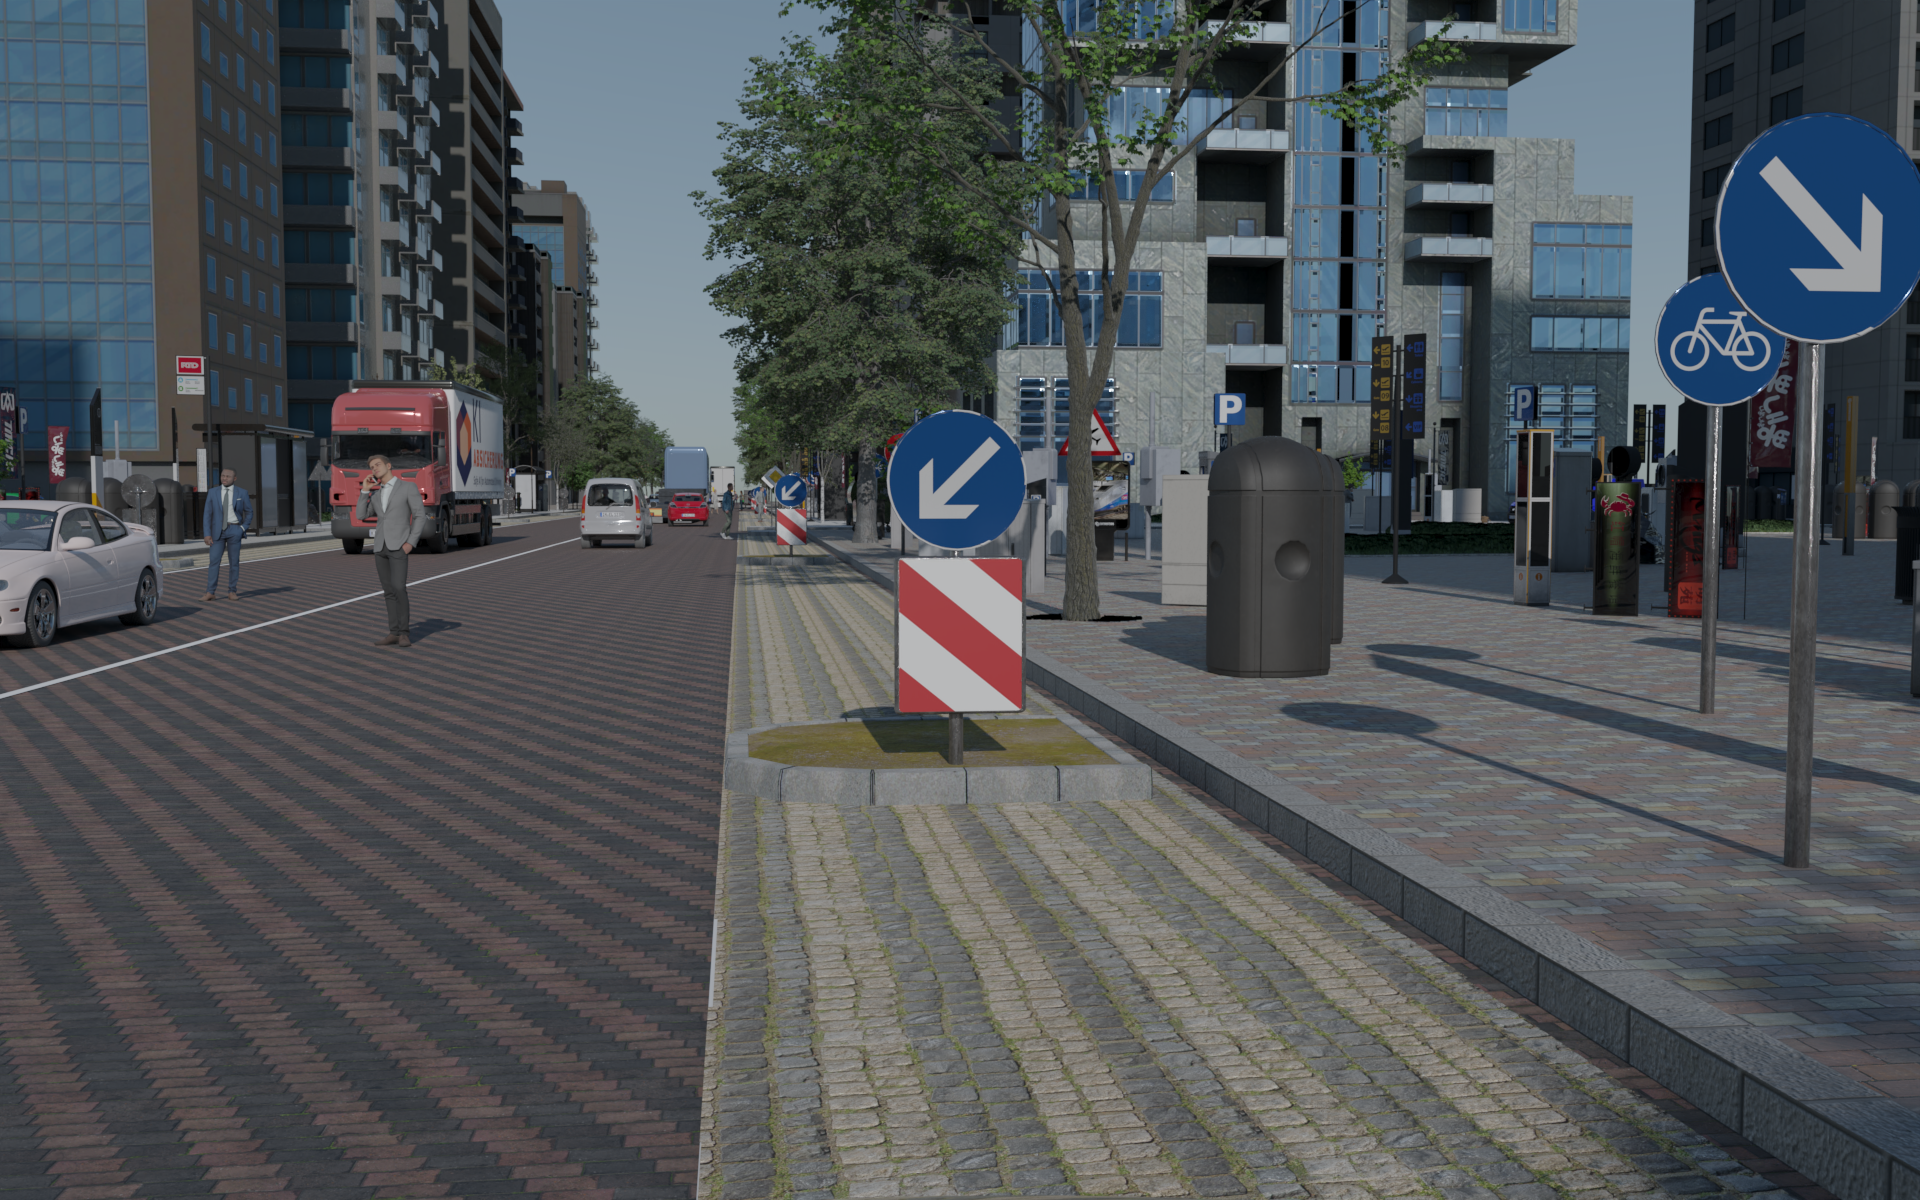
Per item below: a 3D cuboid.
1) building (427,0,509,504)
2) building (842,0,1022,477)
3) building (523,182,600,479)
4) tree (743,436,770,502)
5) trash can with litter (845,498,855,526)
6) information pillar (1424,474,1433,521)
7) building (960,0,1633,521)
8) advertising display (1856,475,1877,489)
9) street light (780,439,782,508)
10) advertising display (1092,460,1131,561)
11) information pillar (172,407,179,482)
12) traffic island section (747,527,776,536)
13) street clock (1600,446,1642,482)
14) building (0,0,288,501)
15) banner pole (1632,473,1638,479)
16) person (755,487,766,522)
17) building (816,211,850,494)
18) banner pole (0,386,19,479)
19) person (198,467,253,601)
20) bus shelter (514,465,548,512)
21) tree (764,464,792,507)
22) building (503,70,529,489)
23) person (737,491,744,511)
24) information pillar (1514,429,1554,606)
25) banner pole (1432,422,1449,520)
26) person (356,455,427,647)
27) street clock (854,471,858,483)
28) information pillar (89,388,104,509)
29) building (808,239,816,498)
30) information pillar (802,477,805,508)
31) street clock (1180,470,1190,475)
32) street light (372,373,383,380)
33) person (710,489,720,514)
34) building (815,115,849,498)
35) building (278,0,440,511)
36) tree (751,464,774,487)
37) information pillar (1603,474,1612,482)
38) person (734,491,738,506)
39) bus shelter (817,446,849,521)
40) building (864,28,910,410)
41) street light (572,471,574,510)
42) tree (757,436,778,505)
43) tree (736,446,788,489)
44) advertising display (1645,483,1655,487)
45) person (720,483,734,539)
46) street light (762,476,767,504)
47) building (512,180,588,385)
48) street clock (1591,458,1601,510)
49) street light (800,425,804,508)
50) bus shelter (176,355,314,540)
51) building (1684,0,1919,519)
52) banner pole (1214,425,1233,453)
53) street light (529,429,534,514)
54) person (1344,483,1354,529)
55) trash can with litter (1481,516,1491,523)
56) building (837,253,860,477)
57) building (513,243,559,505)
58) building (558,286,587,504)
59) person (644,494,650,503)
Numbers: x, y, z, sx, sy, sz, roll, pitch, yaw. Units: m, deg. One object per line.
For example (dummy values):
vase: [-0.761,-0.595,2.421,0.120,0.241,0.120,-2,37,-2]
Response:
building: [-51.404,-32.130,149.030,21.300,48.544,21.600,0,4,-7]
building: [2.481,-36.431,184.884,28.713,52.752,27.495,0,4,-7]
building: [-68.422,-39.883,271.692,23.786,49.044,30.456,0,4,-7]
tree: [-30.064,-21.458,268.960,7.486,12.596,7.792,0,3,0]
trash can with litter: [-4.260,-3.581,69.938,0.624,1.170,1.055,-1,4,-22]
information pillar: [17.226,-3.623,63.727,0.304,2.012,0.304,1,4,14]
building: [15.629,-47.431,88.163,31.000,86.520,22.319,0,4,-7]
advertising display: [31.034,-3.328,59.626,0.123,1.923,0.974,-3,4,-36]
street light: [-14.674,-10.350,142.009,0.468,5.910,1.993,0,4,-7]
advertising display: [2.774,-1.712,33.197,0.974,1.923,0.123,1,4,12]
information pillar: [-21.218,-3.396,46.873,0.183,3.616,0.504,-1,4,-18]
traffic island section: [-6.374,-2.318,60.175,2.009,0.180,2.903,0,4,-7]
street clock: [9.953,-1.311,26.000,0.358,2.002,0.471,-2,4,-24]
building: [-40.510,-26.298,80.082,14.600,45.320,14.200,0,4,-7]
banner pole: [43.077,-7.381,110.692,0.401,3.779,0.863,-1,4,-10]
person: [-10.141,-4.864,88.118,0.391,1.810,0.635,2,4,25]
building: [-14.005,-34.820,252.908,14.154,41.232,14.086,0,4,-7]
banner pole: [-19.542,-2.776,35.409,0.401,3.779,0.863,1,4,11]
person: [-9.922,-0.899,23.386,0.721,1.800,0.419,-2,4,-25]
bus shelter: [-30.763,-7.937,123.698,2.014,3.302,5.546,0,4,-7]
tree: [-18.214,-11.597,173.331,4.285,4.588,4.351,0,3,0]
building: [-55.803,-31.767,174.018,22.147,44.769,28.867,0,4,-7]
person: [-18.861,-8.532,148.724,0.721,1.735,1.217,-2,4,-32]
information pillar: [6.578,-0.940,19.866,0.304,2.012,0.304,-1,4,-12]
banner pole: [16.587,-4.277,59.942,0.401,3.779,0.863,-3,4,-36]
person: [-5.378,-0.471,16.388,0.592,1.802,0.473,2,4,34]
street clock: [-2.919,-2.899,51.975,0.471,2.002,0.358,1,4,10]
information pillar: [-18.931,-2.854,38.015,0.183,3.616,0.504,0,4,-7]
building: [-18.636,-39.443,295.000,14.600,45.320,14.200,0,4,-7]
information pillar: [-8.680,-6.403,96.044,0.183,3.616,0.504,0,4,-8]
street clock: [6.706,-2.911,52.162,0.471,2.002,0.358,1,4,15]
street light: [-22.263,-5.722,66.335,0.468,5.910,1.993,0,4,-7]
person: [-17.520,-7.034,123.864,0.624,1.780,0.694,3,5,42]
building: [-12.416,-44.762,273.858,21.231,58.520,28.212,0,4,-7]
building: [-47.782,-30.393,116.541,23.786,49.044,30.456,0,4,-7]
tree: [-29.694,-18.973,260.577,4.360,8.622,3.978,0,3,0]
information pillar: [23.832,-3.635,63.926,0.304,2.012,0.304,-3,5,-42]
person: [-26.649,-12.005,205.314,0.617,1.759,0.750,1,4,9]
bus shelter: [-6.431,-5.772,85.653,1.731,3.624,6.357,0,4,-7]
building: [-1.601,-31.407,163.621,14.600,45.320,14.200,0,4,-7]
street light: [-31.871,-10.378,142.473,0.468,5.910,1.993,0,4,-7]
tree: [-21.707,-15.386,201.931,4.737,8.622,4.395,0,3,0]
tree: [-32.894,-22.877,291.045,9.611,12.733,9.660,0,3,0]
advertising display: [41.885,-6.114,105.177,0.974,1.923,0.123,3,5,41]
person: [-7.363,-2.813,54.829,0.444,1.785,0.601,2,4,25]
street light: [-28.826,-17.138,252.989,0.468,5.910,1.993,0,4,-7]
building: [-61.465,-36.704,250.220,14.600,45.320,14.200,0,4,-7]
street clock: [12.612,-1.839,34.633,0.358,2.002,0.471,0,4,-7]
street light: [-8.604,-7.386,93.540,0.468,5.910,1.993,0,4,-7]
bus shelter: [-21.899,-4.605,52.917,2.179,5.291,8.768,0,4,-7]
building: [53.240,-39.833,89.519,20.611,71.187,20.563,0,4,-7]
banner pole: [9.449,-4.442,62.641,0.863,3.779,0.401,0,4,-4]
street light: [-28.246,-8.651,114.232,0.468,5.910,1.993,0,4,-7]
person: [15.241,-3.641,67.836,0.447,1.846,0.655,0,4,-7]
trash can with litter: [23.238,-4.047,77.559,1.055,1.170,0.624,2,4,27]
building: [-7.641,-26.515,205.214,14.160,30.474,14.107,0,4,-7]
building: [-54.012,-25.995,196.720,14.160,30.474,14.107,0,4,-7]
building: [-58.684,-28.429,236.507,14.160,30.474,14.107,0,4,-7]
person: [-27.213,-8.473,150.226,0.799,1.438,0.628,1,4,15]
